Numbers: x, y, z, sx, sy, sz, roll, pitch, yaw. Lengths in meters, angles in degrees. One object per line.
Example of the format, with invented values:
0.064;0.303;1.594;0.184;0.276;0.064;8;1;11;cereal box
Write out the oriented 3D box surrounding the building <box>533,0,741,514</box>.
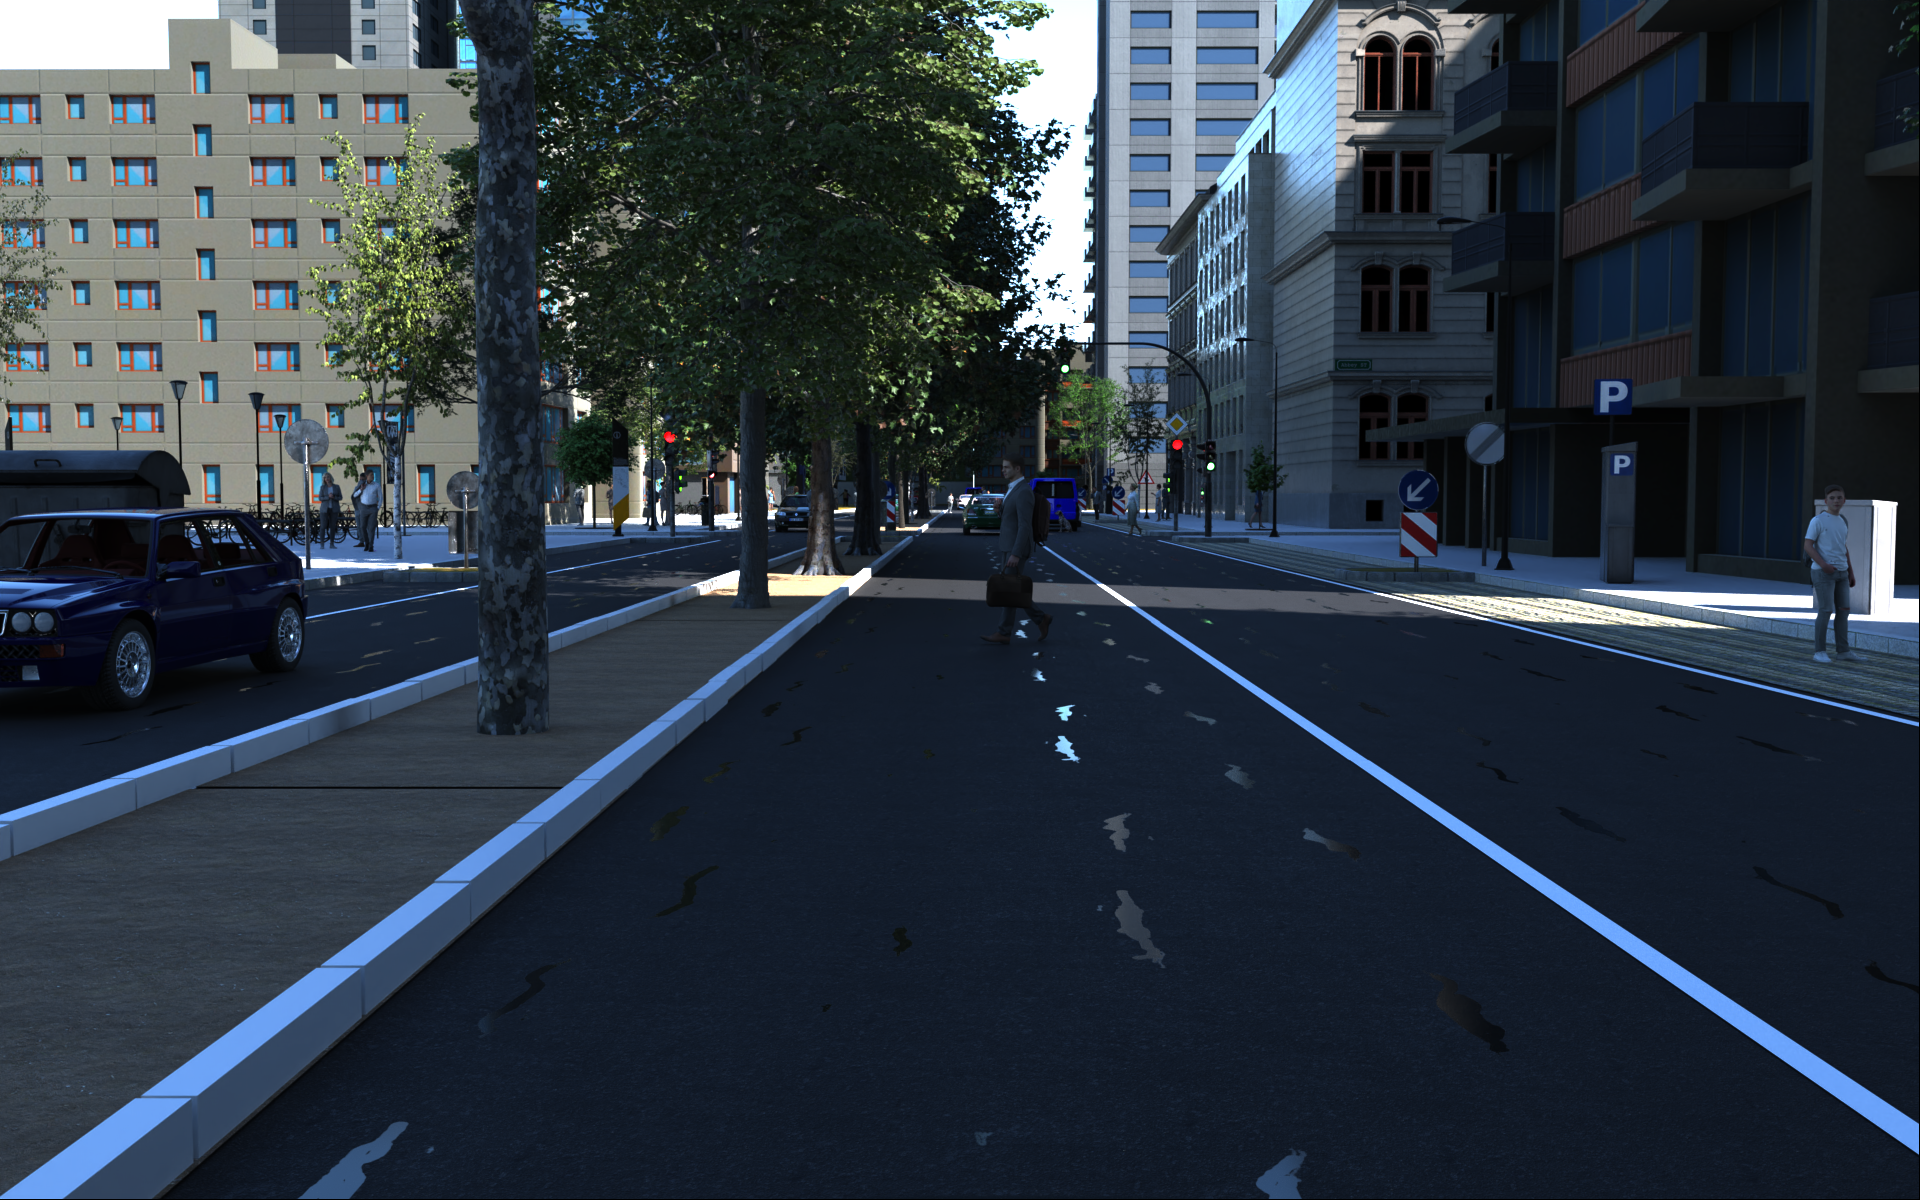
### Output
-21.486;-28.554;116.973;14.600;45.320;14.200;0;4;0;building

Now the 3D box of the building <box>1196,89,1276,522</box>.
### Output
18.074;-14.138;85.901;10.420;20.320;16.860;0;4;0;building

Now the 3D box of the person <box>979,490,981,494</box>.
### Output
1.373;-7.064;124.560;0.524;1.755;0.480;3;4;37;person

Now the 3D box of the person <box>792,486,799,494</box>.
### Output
-7.464;-4.301;79.070;0.529;1.795;0.600;0;4;-3;person

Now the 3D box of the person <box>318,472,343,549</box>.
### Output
-14.767;-2.105;40.648;0.537;1.800;0.526;-1;4;-19;person

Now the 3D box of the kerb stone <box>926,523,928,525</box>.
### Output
-1.434;-2.885;69.364;0.120;0.150;1.000;0;4;0;kerb stone

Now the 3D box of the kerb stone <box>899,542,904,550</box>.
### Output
-1.545;-1.283;43.179;0.120;0.150;1.000;0;4;0;kerb stone

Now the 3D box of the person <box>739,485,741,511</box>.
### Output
-11.866;-5.359;93.999;0.374;1.781;0.599;3;5;44;person

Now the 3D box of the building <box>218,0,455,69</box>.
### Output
-69.132;-46.381;196.583;20.611;71.187;20.563;0;4;0;building

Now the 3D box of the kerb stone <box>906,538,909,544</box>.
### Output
-1.525;-1.534;47.272;0.120;0.150;1.000;0;4;0;kerb stone

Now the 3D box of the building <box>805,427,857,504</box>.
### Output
-19.573;-33.333;228.591;14.086;41.232;14.154;0;4;0;building

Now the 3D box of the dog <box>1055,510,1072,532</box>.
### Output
4.001;-2.937;64.864;0.800;0.831;0.513;3;5;42;dog

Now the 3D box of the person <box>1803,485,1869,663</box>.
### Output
7.426;-0.221;14.716;0.523;1.515;0.503;3;4;37;person

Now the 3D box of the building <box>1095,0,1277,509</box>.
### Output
23.260;-37.903;161.715;21.231;58.520;28.212;0;4;0;building

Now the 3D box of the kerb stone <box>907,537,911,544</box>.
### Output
-1.521;-1.596;48.294;0.120;0.150;1.000;0;4;0;kerb stone

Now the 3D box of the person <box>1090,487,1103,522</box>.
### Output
6.954;-4.876;88.409;0.473;1.802;0.592;-2;4;-31;person

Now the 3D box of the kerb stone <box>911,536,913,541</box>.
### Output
-1.510;-1.721;50.338;0.120;0.150;1.000;0;4;0;kerb stone

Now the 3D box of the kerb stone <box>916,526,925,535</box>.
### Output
-1.464;-2.570;64.236;0.120;0.150;1.000;0;4;0;kerb stone

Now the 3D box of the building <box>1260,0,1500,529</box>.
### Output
24.709;-17.222;68.972;23.554;28.519;14.401;0;4;0;building

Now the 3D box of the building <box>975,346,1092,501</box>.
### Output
16.420;-23.894;235.710;28.899;21.520;27.650;0;4;0;building

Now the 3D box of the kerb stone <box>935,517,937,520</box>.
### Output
-1.375;-4.013;87.802;0.120;0.150;1.000;0;4;0;kerb stone

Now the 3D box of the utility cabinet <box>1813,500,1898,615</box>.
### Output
9.724;-0.469;18.838;0.306;1.237;1.020;0;4;-6;utility cabinet

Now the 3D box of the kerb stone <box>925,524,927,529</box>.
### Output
-1.450;-2.759;67.310;0.120;0.150;1.000;0;4;0;kerb stone

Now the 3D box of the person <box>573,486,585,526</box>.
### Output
-15.554;-3.938;70.610;0.537;1.800;0.526;-3;5;-43;person

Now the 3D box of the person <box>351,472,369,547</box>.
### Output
-14.438;-2.176;41.799;0.511;1.800;0.466;0;4;4;person

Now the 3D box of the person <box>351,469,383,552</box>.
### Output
-13.244;-1.991;38.702;0.679;1.850;0.850;-1;4;-15;person

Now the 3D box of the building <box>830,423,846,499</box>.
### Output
-20.413;-26.228;200.520;14.107;30.474;14.160;0;4;0;building

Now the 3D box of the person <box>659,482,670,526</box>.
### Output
-11.834;-3.862;69.533;0.599;1.781;0.374;3;5;41;person

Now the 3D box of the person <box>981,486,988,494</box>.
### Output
1.094;-4.287;78.712;0.853;1.813;0.709;0;4;4;person

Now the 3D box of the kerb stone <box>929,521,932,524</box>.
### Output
-1.417;-3.261;75.506;0.120;0.150;1.000;0;4;0;kerb stone

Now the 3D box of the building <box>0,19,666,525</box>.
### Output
-30.763;-14.686;85.159;27.650;21.520;28.899;0;4;0;building

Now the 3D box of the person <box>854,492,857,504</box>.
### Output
-7.310;-7.070;124.187;0.635;1.810;0.391;0;4;8;person

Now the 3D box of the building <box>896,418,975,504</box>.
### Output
-5.100;-33.282;227.751;14.086;41.232;14.154;0;4;0;building

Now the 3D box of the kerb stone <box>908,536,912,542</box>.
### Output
-1.512;-1.659;49.316;0.120;0.150;1.000;0;4;0;kerb stone

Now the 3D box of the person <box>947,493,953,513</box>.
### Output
-0.766;-7.358;131.396;0.503;1.515;0.523;-1;4;-14;person

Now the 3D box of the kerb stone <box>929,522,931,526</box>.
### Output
-1.423;-3.136;73.461;0.120;0.150;1.000;0;4;0;kerb stone

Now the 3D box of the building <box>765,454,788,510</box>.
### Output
-25.307;-32.433;149.880;23.786;49.044;30.456;0;4;0;building

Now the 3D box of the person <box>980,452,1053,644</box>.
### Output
0.571;-0.495;16.563;0.822;1.834;0.622;-1;4;-20;person

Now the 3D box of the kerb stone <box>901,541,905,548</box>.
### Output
-1.534;-1.346;44.203;0.120;0.150;1.000;0;4;0;kerb stone

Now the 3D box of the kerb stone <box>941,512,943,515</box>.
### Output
-1.291;-5.266;108.297;0.120;0.150;1.000;0;4;0;kerb stone

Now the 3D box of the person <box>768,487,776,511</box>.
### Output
-14.112;-7.553;129.622;0.616;1.811;0.778;0;3;0;person

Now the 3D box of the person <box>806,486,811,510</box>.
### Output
-5.367;-3.342;63.331;0.473;1.802;0.592;0;4;-8;person

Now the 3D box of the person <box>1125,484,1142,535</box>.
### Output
6.061;-3.150;60.229;0.641;1.798;0.478;-1;4;-10;person

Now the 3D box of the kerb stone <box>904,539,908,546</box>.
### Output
-1.530;-1.471;46.247;0.120;0.150;1.000;0;4;0;kerb stone

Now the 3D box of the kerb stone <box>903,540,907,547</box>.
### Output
-1.534;-1.403;45.225;0.120;0.150;1.000;0;4;0;kerb stone

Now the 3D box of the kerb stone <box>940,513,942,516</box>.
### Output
-1.317;-4.953;103.171;0.120;0.150;1.000;0;4;0;kerb stone

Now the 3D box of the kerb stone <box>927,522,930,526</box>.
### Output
-1.431;-3.010;71.412;0.120;0.150;1.000;0;4;0;kerb stone

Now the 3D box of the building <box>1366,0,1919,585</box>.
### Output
21.650;-23.041;31.351;22.147;44.769;28.867;0;4;0;building

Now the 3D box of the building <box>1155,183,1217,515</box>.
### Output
18.354;-16.155;115.036;10.553;20.767;40.483;0;4;0;building

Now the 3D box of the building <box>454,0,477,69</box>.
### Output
-43.329;-53.995;195.493;31.000;86.520;22.319;0;4;0;building

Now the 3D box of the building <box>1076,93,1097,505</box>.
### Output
25.213;-35.008;191.992;23.786;49.044;30.456;0;4;0;building

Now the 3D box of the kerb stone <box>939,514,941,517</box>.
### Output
-1.322;-4.762;100.102;0.120;0.150;1.000;0;4;0;kerb stone
